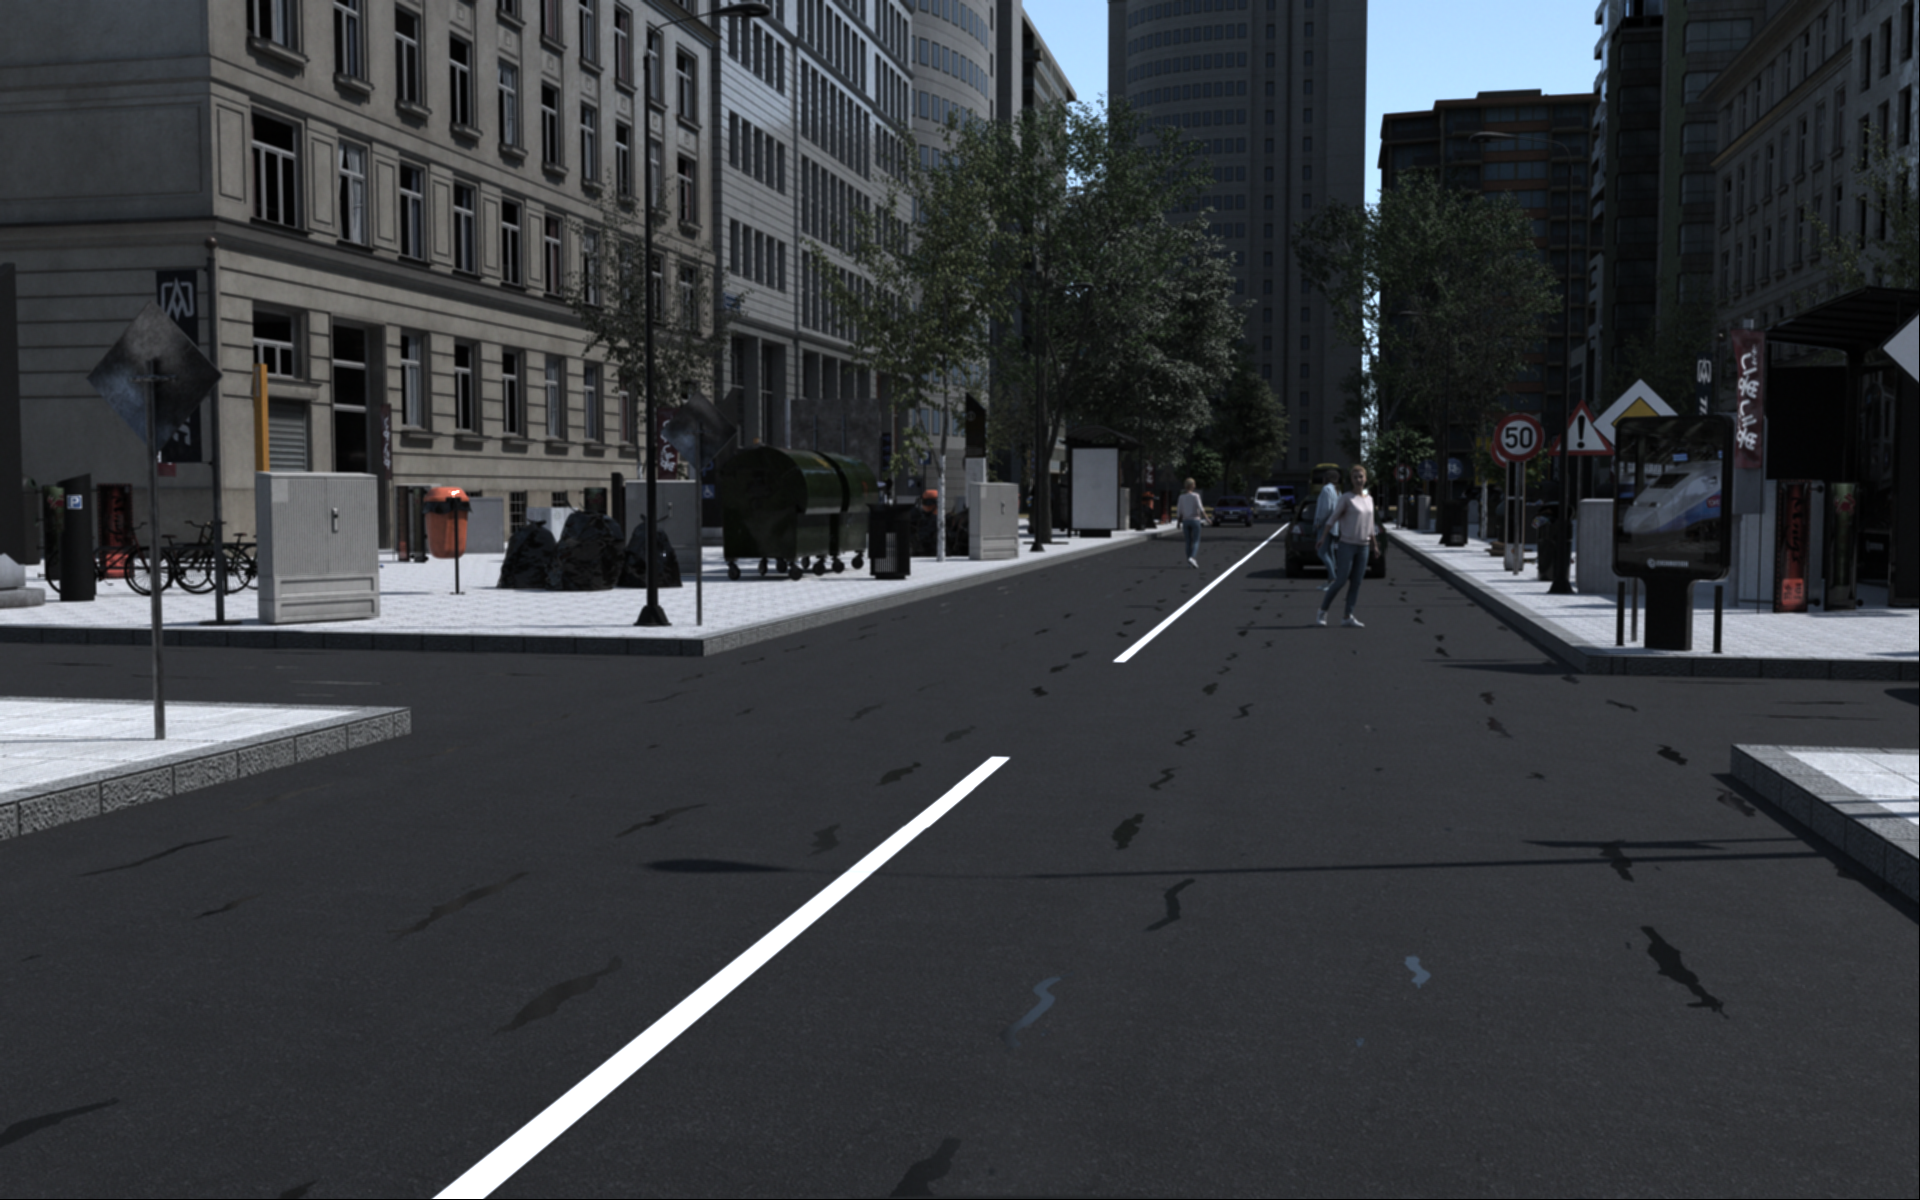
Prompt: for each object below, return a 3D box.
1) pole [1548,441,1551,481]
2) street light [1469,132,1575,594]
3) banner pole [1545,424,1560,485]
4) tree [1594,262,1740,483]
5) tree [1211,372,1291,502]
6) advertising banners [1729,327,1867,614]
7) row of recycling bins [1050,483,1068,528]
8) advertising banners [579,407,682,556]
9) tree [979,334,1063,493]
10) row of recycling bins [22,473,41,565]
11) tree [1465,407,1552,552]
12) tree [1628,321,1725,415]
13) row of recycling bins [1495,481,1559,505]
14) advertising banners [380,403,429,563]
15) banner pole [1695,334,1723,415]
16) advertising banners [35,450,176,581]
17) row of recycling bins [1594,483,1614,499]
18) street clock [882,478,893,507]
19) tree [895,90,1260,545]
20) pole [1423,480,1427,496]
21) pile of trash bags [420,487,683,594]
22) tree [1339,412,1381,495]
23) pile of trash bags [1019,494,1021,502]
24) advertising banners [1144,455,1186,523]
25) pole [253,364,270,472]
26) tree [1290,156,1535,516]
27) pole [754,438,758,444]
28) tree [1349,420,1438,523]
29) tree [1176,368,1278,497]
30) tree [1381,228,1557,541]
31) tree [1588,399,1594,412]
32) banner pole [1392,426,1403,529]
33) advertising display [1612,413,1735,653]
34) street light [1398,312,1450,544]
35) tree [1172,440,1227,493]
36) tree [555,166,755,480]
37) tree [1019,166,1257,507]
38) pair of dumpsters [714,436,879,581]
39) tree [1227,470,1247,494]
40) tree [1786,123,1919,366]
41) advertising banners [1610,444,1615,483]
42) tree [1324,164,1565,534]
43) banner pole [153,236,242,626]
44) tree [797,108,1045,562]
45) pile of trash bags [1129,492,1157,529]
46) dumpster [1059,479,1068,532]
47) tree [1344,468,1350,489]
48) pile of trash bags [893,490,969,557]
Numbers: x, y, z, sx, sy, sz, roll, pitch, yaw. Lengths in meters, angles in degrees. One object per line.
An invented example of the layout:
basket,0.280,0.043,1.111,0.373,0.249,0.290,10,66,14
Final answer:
pole,22.439,-4.422,66.136,0.158,3.312,0.155,0,3,0
street light,7.237,-3.044,22.319,1.470,5.913,1.316,1,4,12
banner pole,21.091,-4.382,61.661,0.863,3.779,0.401,-1,4,-14
tree,23.009,-6.435,55.569,4.737,8.622,4.395,0,3,0
tree,27.274,-14.887,161.526,7.486,12.596,7.792,0,3,0
advertising banners,9.007,-1.374,18.649,2.074,3.025,0.090,-2,4,-24
row of recycling bins,3.933,-3.914,71.110,1.069,1.692,3.534,0,4,7
advertising banners,-6.610,-2.365,34.848,2.074,3.025,0.090,0,4,-1
tree,2.923,-7.768,77.369,4.360,8.622,3.978,0,3,0
row of recycling bins,-17.553,-1.400,30.002,1.069,1.692,3.534,1,4,16
tree,12.352,-2.684,38.492,1.663,3.219,1.824,0,3,0
tree,30.098,-7.474,72.564,4.360,8.622,3.978,0,3,0
row of recycling bins,18.066,-2.953,55.399,1.069,1.692,3.534,-1,4,-13
advertising banners,-10.613,-2.252,33.005,0.090,3.025,2.074,-3,5,-40
banner pole,11.666,-2.263,27.018,0.863,3.779,0.401,-3,4,-36
advertising banners,-12.788,-1.831,26.121,2.074,3.025,0.090,-3,4,-38
row of recycling bins,24.367,-3.467,63.794,3.534,1.692,1.069,-3,5,-44
street clock,-3.243,-4.478,77.778,0.471,2.002,0.358,1,4,11
tree,2.353,-7.251,44.303,9.928,11.665,9.643,0,3,0
pole,22.758,-5.564,84.808,0.158,3.312,0.155,0,3,0
pile of trash bags,-5.575,-0.829,23.311,3.447,1.369,1.912,-3,5,-43
tree,35.473,-12.285,151.222,4.360,8.622,3.978,0,3,0
pile of trash bags,1.351,-4.563,84.356,3.447,1.369,1.912,-1,4,-23
advertising banners,9.127,-4.913,76.511,2.074,3.025,0.090,0,4,3
pole,-10.953,-2.040,27.194,0.158,3.312,0.155,0,3,0
tree,25.354,-14.772,97.417,12.611,20.169,13.585,0,3,0
pole,-7.423,-4.238,63.131,0.158,3.312,0.155,0,3,0
tree,19.430,-5.646,76.021,4.285,4.588,4.351,0,3,0
tree,18.380,-11.414,121.031,8.767,10.594,7.601,2,4,35
tree,14.178,-5.937,47.427,4.360,8.622,3.978,0,3,0
tree,30.870,-7.834,78.442,4.737,8.622,4.395,0,3,0
banner pole,16.083,-4.503,63.642,0.401,3.779,0.863,1,4,20
advertising display,5.846,-0.552,14.245,0.123,1.923,0.974,-3,4,-39
street light,11.864,-4.382,44.190,1.470,5.913,1.316,1,4,12
tree,14.574,-7.412,104.893,4.285,4.588,4.351,0,3,0
tree,-7.141,-5.468,39.772,4.360,8.622,3.978,0,3,0
tree,6.573,-9.782,66.591,9.857,13.997,8.962,0,3,0
pair of dumpsters,-2.556,-1.536,27.603,1.574,2.255,4.437,1,4,12
tree,22.613,-8.925,140.531,1.663,3.219,1.824,0,3,0
tree,18.358,-5.073,33.300,4.737,8.622,4.395,0,3,0
advertising banners,17.032,-2.857,42.896,2.074,3.025,0.090,0,4,5
tree,15.369,-7.942,55.612,9.928,11.665,9.643,0,3,0
banner pole,-7.509,-1.650,16.999,0.863,3.779,0.401,1,4,14
tree,-0.589,-5.033,32.660,4.737,8.622,4.395,0,3,0
pile of trash bags,6.491,-3.357,64.647,1.912,1.369,3.447,2,4,26
dumpster,4.112,-3.290,59.549,1.264,1.857,1.865,1,4,12
tree,36.538,-10.673,158.213,4.285,4.588,4.351,0,3,0
pile of trash bags,-0.434,-1.661,36.908,1.912,1.369,3.447,-1,4,-10
